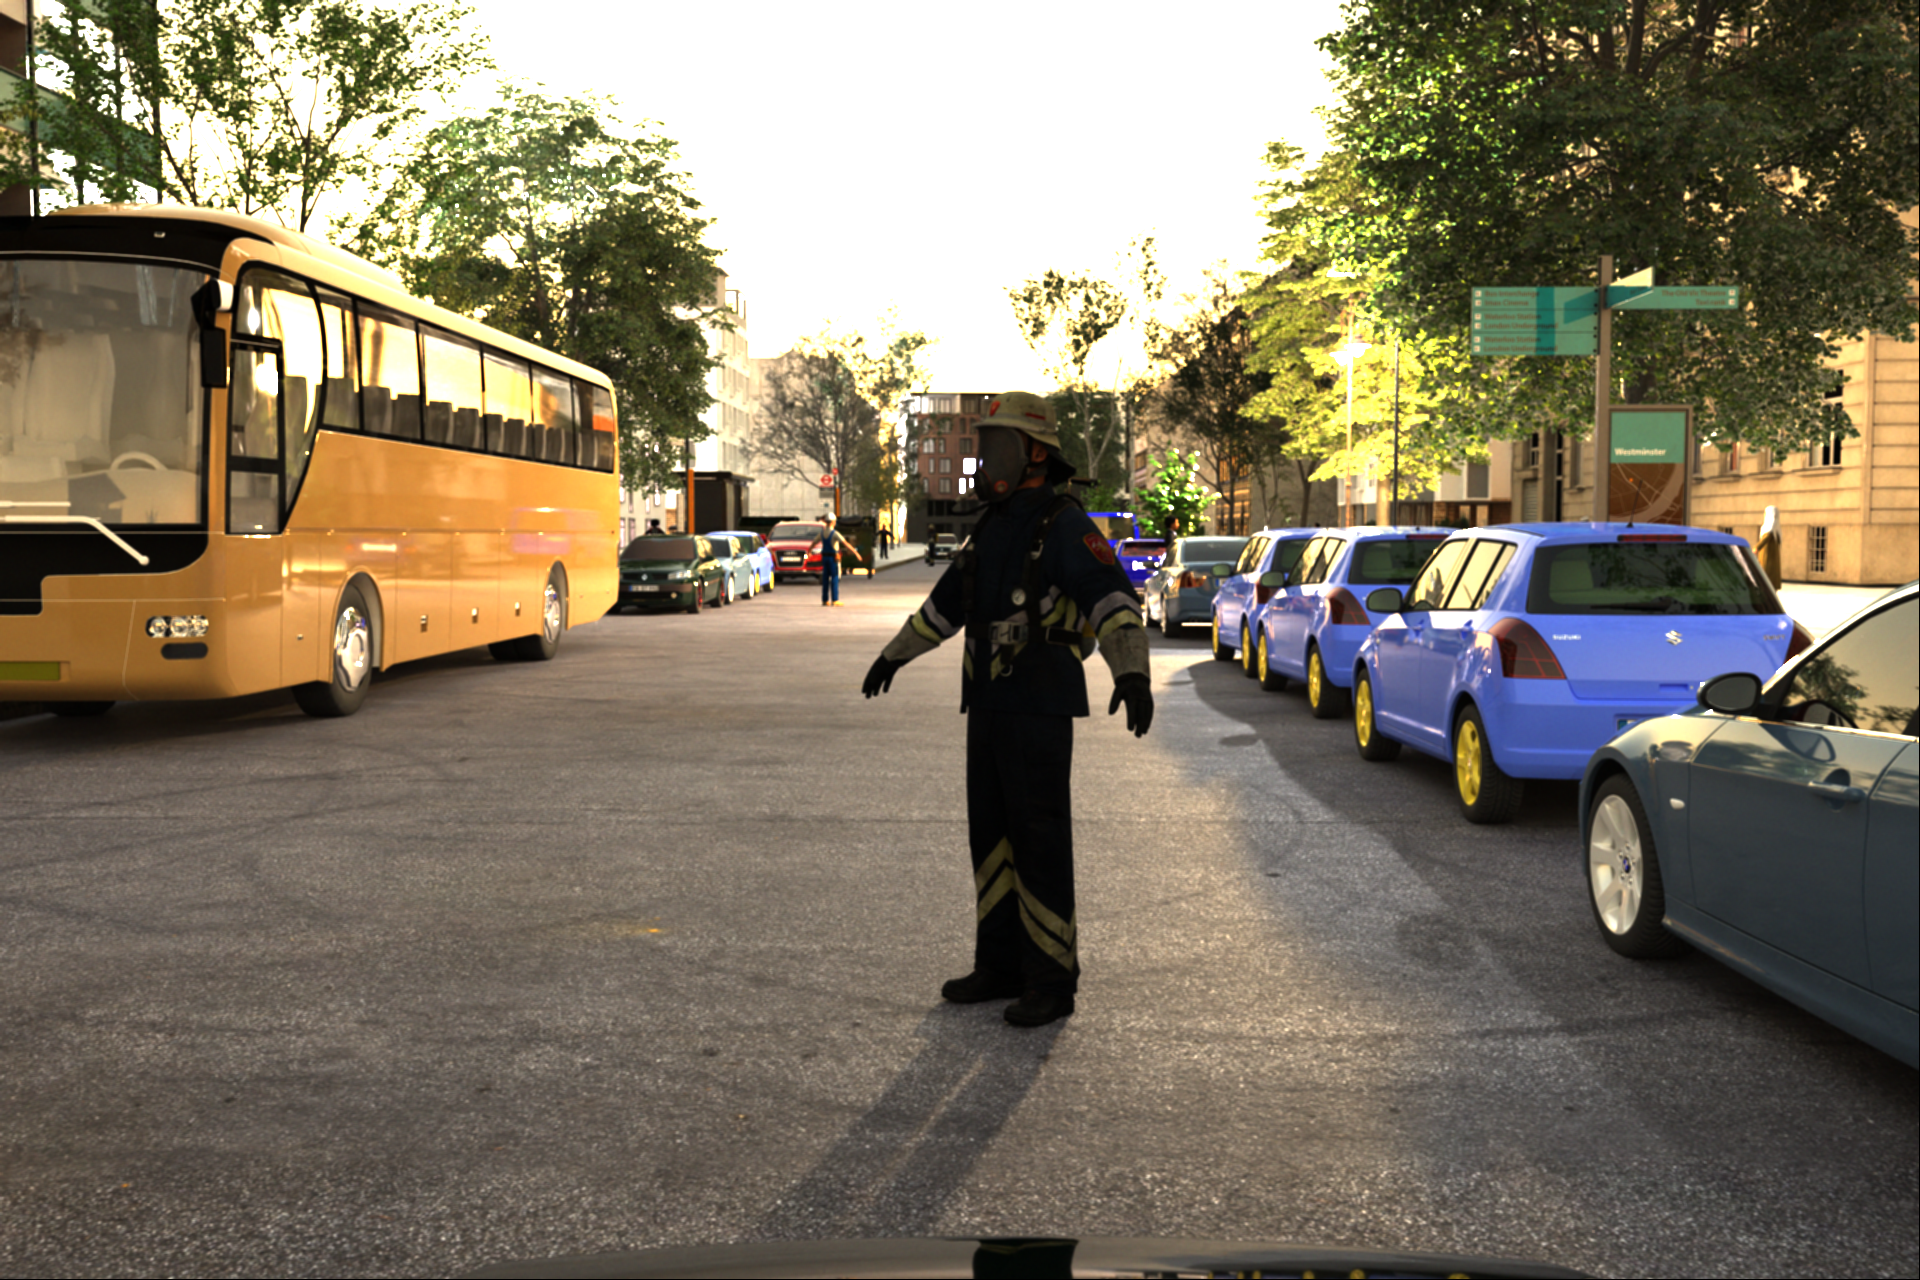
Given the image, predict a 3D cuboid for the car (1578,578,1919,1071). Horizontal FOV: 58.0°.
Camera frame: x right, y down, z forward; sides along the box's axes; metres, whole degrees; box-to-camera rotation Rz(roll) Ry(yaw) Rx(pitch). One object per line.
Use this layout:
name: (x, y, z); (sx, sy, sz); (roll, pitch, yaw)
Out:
car: (3.084, 0.466, 4.389); (2.014, 1.417, 4.499); (0, 3, 0)

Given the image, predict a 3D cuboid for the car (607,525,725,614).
car: (-5.502, -1.384, 32.412); (2.009, 1.686, 4.222); (0, 4, 1)

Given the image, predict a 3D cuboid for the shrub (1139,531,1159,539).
shrub: (7.942, -3.974, 69.017); (1.661, 2.075, 1.752); (0, 3, 0)

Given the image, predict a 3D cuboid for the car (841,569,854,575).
car: (-4.748, -3.151, 61.747); (2.015, 1.641, 3.980); (0, 4, 1)

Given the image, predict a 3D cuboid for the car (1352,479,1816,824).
car: (3.366, -0.016, 9.858); (1.945, 1.707, 3.694); (0, 4, 1)

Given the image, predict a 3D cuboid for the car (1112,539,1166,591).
car: (4.005, -1.561, 38.101); (1.945, 1.354, 3.894); (0, 4, 1)

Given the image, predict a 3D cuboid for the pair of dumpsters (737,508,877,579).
pair of dumpsters: (-4.903, -3.093, 55.514); (4.436, 2.255, 1.574); (0, 4, 2)

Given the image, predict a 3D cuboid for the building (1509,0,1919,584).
building: (28.986, -13.606, 54.487); (16.112, 23.069, 30.059); (0, 4, 1)

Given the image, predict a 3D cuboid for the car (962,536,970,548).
car: (1.062, -4.988, 93.911); (2.083, 1.381, 4.827); (0, 4, 1)

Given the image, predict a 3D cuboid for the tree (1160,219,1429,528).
tree: (10.062, -7.118, 50.798); (8.767, 10.594, 7.601); (0, 4, 7)

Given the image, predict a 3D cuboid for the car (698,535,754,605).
car: (-5.467, -1.516, 36.781); (2.014, 1.417, 4.499); (0, 4, 2)

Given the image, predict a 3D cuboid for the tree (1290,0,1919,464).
tree: (9.062, -7.106, 22.832); (9.857, 13.997, 8.962); (0, 3, 0)

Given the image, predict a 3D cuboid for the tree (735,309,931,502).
tree: (-6.752, -11.258, 94.434); (12.009, 13.543, 11.850); (0, 3, 0)

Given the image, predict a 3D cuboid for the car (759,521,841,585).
car: (-4.617, -2.542, 50.243); (2.281, 1.827, 5.304); (0, 4, 1)

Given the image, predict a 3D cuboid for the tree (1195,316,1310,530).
tree: (10.507, -6.585, 58.033); (4.360, 8.622, 3.978); (0, 3, 0)

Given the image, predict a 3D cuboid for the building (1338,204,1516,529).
building: (27.272, -14.899, 100.013); (16.016, 20.090, 11.380); (0, 4, 2)

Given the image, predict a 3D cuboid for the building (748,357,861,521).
building: (-20.382, -19.740, 189.214); (16.747, 18.905, 31.486); (0, 4, 1)

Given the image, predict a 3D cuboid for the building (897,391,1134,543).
building: (7.598, -25.228, 258.903); (32.646, 21.610, 27.936); (0, 4, -5)

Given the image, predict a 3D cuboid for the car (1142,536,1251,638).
car: (3.696, -0.806, 25.183); (2.014, 1.417, 4.499); (0, 4, 1)

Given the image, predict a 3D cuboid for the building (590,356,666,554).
building: (-20.572, -9.366, 95.283); (9.099, 9.664, 28.070); (0, 4, 2)

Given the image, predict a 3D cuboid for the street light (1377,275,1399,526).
street light: (8.202, -3.538, 30.393); (1.470, 5.913, 1.316); (0, 4, 1)

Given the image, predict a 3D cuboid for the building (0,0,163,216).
building: (-29.292, -12.973, 18.681); (21.656, 26.213, 47.522); (0, 4, 2)

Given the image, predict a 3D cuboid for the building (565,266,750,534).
building: (-21.965, -16.349, 123.730); (16.016, 20.090, 11.380); (0, 4, 2)

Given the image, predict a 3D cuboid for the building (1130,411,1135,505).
building: (31.765, -22.044, 226.871); (16.747, 18.905, 31.486); (0, 4, 2)

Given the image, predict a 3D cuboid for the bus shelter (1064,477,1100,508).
bus shelter: (4.973, -4.975, 72.621); (1.731, 3.624, 6.357); (0, 4, 2)

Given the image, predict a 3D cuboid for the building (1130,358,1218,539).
building: (29.937, -22.472, 198.338); (19.493, 23.208, 18.063); (0, 4, 1)

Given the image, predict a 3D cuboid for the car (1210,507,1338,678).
car: (3.700, -0.547, 18.536); (1.945, 1.707, 3.694); (0, 4, 1)

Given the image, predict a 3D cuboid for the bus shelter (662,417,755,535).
bus shelter: (-8.656, -4.992, 59.247); (2.179, 5.291, 8.768); (0, 4, 1)

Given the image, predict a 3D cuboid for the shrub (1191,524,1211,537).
shrub: (8.580, -3.740, 65.184); (1.661, 2.075, 1.752); (0, 3, 0)

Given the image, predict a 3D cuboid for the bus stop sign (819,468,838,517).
bus stop sign: (-5.283, -4.994, 70.353); (0.855, 3.939, 0.416); (0, 4, 2)

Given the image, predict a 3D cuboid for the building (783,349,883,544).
building: (-19.702, -23.442, 214.198); (19.493, 23.208, 18.063); (0, 4, 1)

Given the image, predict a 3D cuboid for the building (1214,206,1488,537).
building: (27.999, -17.615, 118.929); (19.493, 23.208, 18.063); (0, 4, 1)

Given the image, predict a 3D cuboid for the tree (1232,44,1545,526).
tree: (10.076, -7.492, 40.625); (7.486, 12.596, 7.792); (0, 3, 0)

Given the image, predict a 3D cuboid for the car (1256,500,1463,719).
car: (3.585, -0.315, 14.739); (1.945, 1.707, 3.694); (0, 3, 0)

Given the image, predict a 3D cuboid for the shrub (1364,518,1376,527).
shrub: (19.537, -4.741, 81.933); (1.690, 2.028, 1.600); (0, 3, 0)

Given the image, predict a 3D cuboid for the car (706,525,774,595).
car: (-5.515, -1.955, 41.559); (1.945, 1.707, 3.694); (0, 4, 2)

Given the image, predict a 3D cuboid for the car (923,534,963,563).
car: (-0.836, -4.664, 86.049); (2.009, 1.686, 4.222); (0, 4, 1)

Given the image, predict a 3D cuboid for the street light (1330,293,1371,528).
street light: (7.494, -3.706, 33.389); (0.468, 5.910, 1.993); (0, 4, 1)

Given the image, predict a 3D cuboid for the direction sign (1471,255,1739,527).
direction sign: (6.174, -1.677, 16.173); (2.525, 3.948, 1.411); (0, 4, 2)

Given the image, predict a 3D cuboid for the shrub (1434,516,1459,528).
shrub: (19.365, -3.942, 68.868); (1.690, 2.028, 1.600); (0, 3, 0)
